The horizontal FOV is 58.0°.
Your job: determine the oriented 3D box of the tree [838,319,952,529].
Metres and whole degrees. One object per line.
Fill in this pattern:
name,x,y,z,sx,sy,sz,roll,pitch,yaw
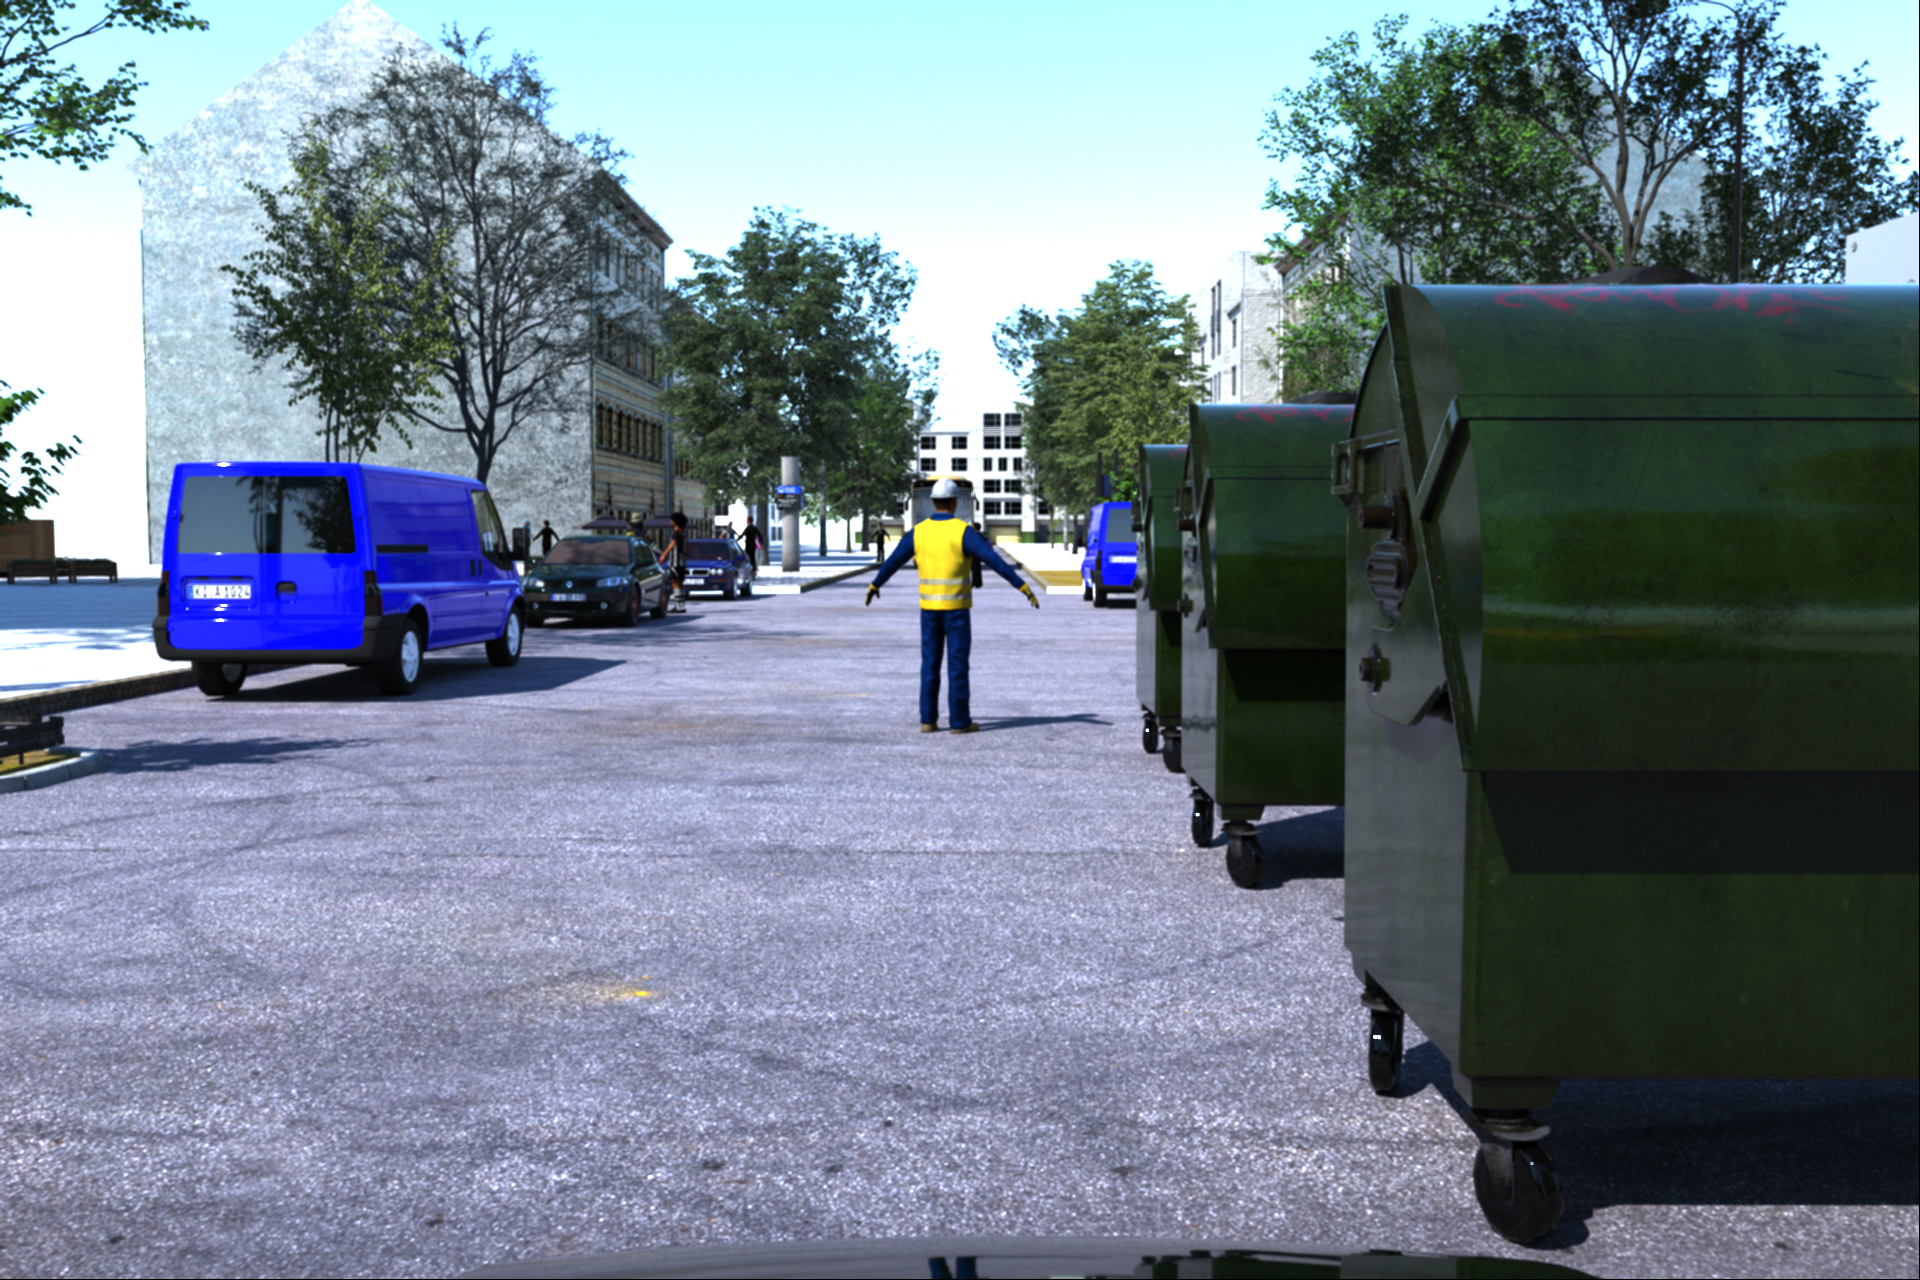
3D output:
tree,-6.750,-17.905,148.628,12.611,20.169,13.585,0,3,0

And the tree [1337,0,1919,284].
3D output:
tree,9.888,-5.496,24.276,8.767,10.594,7.601,0,4,-8

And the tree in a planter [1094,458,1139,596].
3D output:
tree in a planter,3.966,-2.660,40.710,1.991,3.239,1.994,0,3,0

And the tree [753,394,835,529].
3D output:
tree,-8.465,-8.140,83.451,4.360,8.622,3.978,0,3,0

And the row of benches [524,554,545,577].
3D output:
row of benches,-14.200,-2.267,52.524,4.104,0.672,1.422,0,4,-6

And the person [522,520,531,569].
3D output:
person,-15.976,-3.522,63.708,0.704,1.817,1.347,-1,4,-20

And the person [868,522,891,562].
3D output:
person,-3.683,-4.521,79.860,1.347,1.837,0.705,3,4,36

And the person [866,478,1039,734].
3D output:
person,-0.095,-0.251,12.536,1.349,1.833,0.705,1,4,21

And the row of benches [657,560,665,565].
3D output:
row of benches,-9.437,-2.001,48.187,4.104,0.672,1.422,1,4,18

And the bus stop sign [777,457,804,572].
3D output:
bus stop sign,-5.776,-4.286,59.092,0.837,3.901,0.837,0,4,2

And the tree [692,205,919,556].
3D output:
tree,-9.254,-15.006,101.233,12.611,20.169,13.585,0,3,0

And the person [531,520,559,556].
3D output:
person,-15.918,-3.698,66.641,0.705,1.806,1.347,3,5,40

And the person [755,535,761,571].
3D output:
person,-7.024,-3.134,60.509,0.599,1.433,0.991,-1,4,-8

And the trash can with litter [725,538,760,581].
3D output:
trash can with litter,-6.036,-2.218,47.644,1.055,1.170,0.624,0,4,1

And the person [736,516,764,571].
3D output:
person,-6.198,-2.739,51.014,0.704,1.802,1.346,2,4,35

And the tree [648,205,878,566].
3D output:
tree,-7.950,-9.907,68.627,9.857,13.997,8.962,0,3,0

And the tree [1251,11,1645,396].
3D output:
tree,9.566,-6.624,34.061,9.928,11.665,9.643,0,3,0

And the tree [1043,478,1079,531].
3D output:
tree,8.635,-11.637,140.628,4.737,8.622,4.395,0,3,0

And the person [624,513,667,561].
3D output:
person,-6.471,-1.628,34.847,1.354,1.856,0.705,2,4,32

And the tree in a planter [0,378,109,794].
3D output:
tree in a planter,-6.190,-0.781,9.993,1.991,3.239,1.994,0,4,1

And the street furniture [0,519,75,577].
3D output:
street furniture,-30.541,-2.849,53.443,11.010,1.723,9.812,3,4,39

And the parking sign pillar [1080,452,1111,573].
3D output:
parking sign pillar,4.724,-4.219,57.457,1.447,3.967,1.447,0,4,1

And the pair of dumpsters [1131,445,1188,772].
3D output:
pair of dumpsters,3.291,-0.363,10.890,4.436,2.255,1.574,0,4,0

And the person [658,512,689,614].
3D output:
person,-5.129,-1.391,31.344,0.704,1.843,1.345,1,4,9

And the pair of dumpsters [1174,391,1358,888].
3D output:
pair of dumpsters,3.156,-0.156,7.495,4.436,2.255,1.574,0,3,0

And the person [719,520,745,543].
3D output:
person,-9.429,-4.004,71.322,1.347,1.847,0.705,-3,5,-41

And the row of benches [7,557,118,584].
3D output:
row of benches,-23.888,-1.791,44.754,4.104,0.672,1.422,-3,4,-37

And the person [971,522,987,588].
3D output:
person,0.364,-2.239,45.786,0.721,1.740,1.216,3,4,38

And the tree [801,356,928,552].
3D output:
tree,-6.897,-13.420,126.068,9.857,13.997,8.962,0,3,0

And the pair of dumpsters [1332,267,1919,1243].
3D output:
pair of dumpsters,3.132,0.059,3.981,4.436,2.255,1.574,0,4,0

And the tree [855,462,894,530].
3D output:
tree,-7.520,-11.350,135.935,4.360,8.622,3.978,0,3,0

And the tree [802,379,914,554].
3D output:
tree,-7.181,-11.498,113.750,9.928,11.665,9.643,0,3,0

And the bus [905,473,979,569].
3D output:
bus,-0.657,-5.012,73.497,2.896,3.916,12.252,0,4,0
